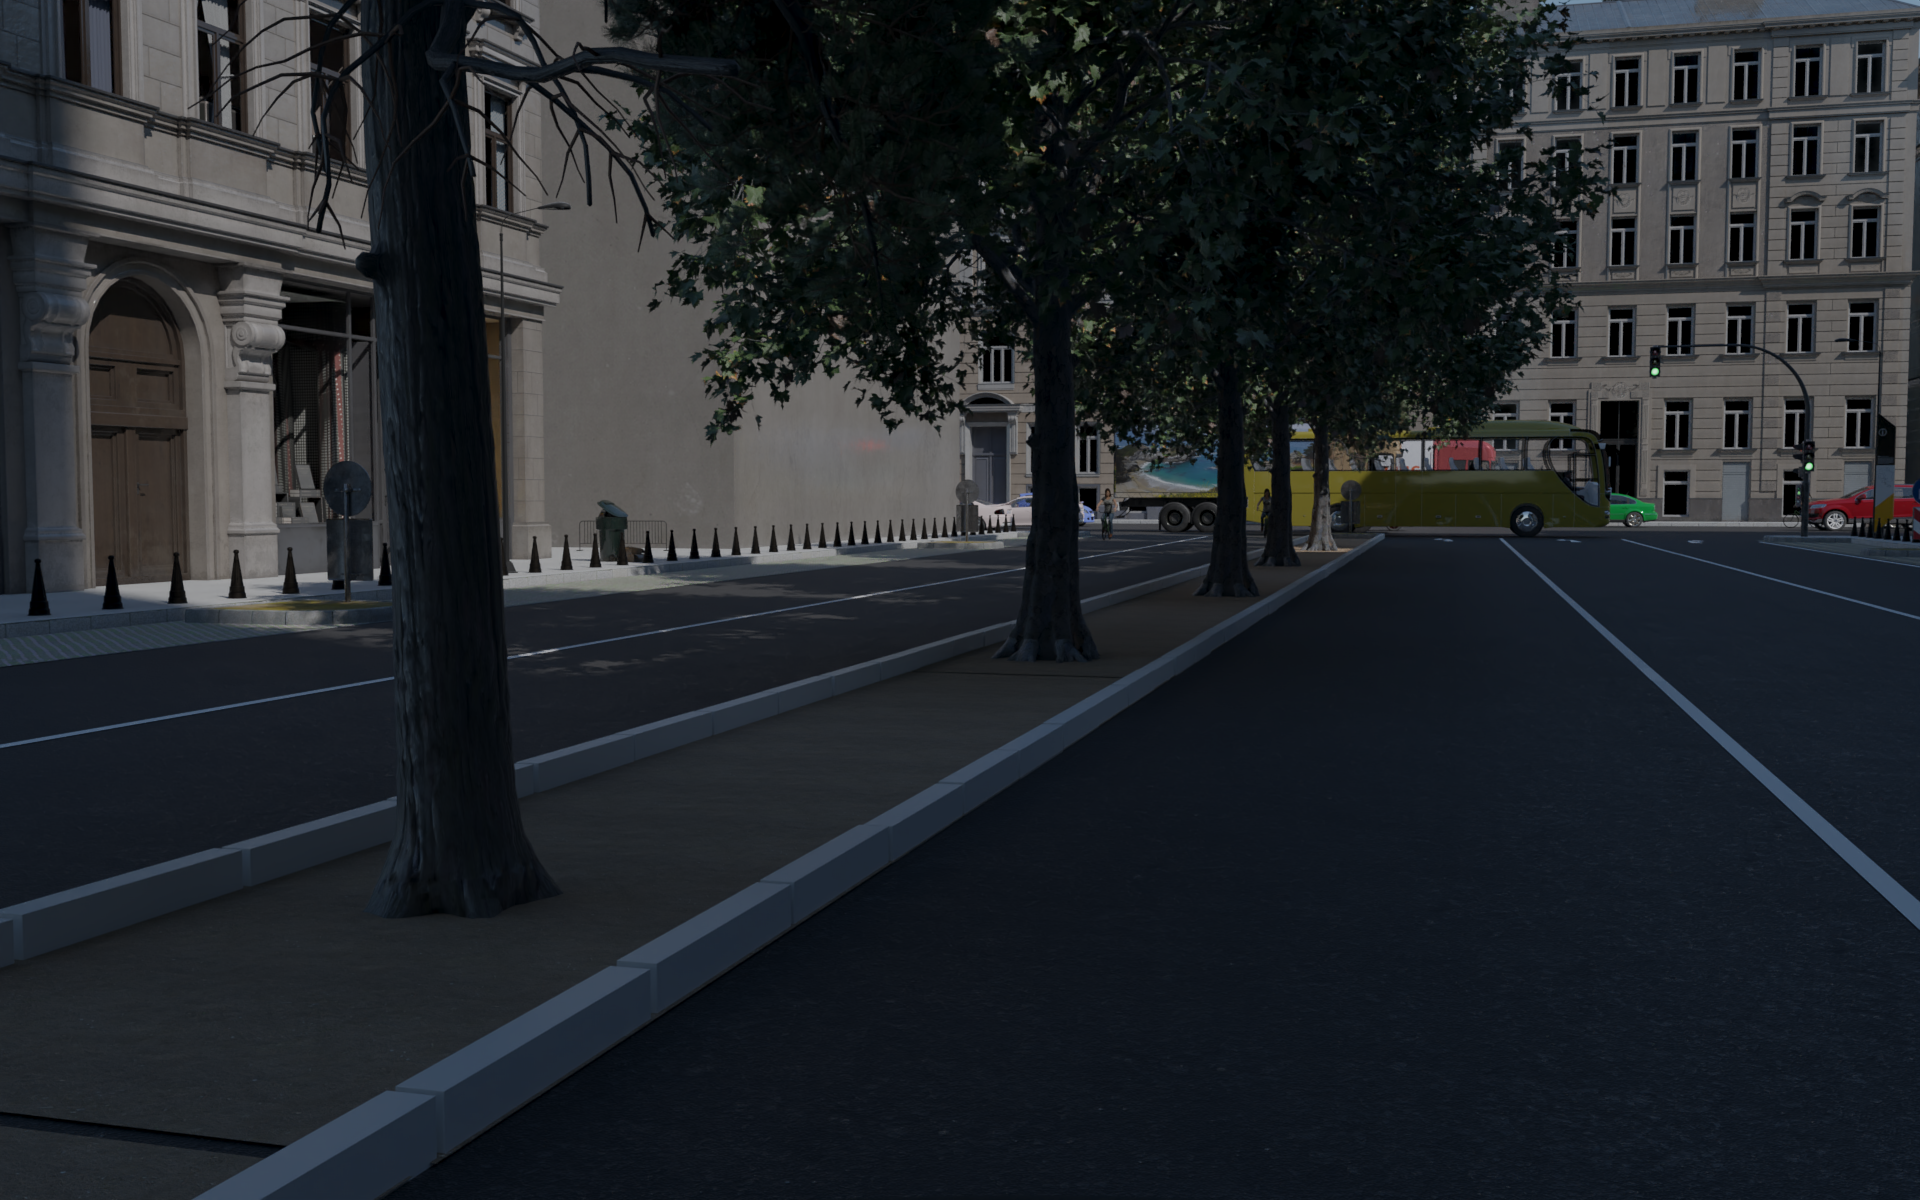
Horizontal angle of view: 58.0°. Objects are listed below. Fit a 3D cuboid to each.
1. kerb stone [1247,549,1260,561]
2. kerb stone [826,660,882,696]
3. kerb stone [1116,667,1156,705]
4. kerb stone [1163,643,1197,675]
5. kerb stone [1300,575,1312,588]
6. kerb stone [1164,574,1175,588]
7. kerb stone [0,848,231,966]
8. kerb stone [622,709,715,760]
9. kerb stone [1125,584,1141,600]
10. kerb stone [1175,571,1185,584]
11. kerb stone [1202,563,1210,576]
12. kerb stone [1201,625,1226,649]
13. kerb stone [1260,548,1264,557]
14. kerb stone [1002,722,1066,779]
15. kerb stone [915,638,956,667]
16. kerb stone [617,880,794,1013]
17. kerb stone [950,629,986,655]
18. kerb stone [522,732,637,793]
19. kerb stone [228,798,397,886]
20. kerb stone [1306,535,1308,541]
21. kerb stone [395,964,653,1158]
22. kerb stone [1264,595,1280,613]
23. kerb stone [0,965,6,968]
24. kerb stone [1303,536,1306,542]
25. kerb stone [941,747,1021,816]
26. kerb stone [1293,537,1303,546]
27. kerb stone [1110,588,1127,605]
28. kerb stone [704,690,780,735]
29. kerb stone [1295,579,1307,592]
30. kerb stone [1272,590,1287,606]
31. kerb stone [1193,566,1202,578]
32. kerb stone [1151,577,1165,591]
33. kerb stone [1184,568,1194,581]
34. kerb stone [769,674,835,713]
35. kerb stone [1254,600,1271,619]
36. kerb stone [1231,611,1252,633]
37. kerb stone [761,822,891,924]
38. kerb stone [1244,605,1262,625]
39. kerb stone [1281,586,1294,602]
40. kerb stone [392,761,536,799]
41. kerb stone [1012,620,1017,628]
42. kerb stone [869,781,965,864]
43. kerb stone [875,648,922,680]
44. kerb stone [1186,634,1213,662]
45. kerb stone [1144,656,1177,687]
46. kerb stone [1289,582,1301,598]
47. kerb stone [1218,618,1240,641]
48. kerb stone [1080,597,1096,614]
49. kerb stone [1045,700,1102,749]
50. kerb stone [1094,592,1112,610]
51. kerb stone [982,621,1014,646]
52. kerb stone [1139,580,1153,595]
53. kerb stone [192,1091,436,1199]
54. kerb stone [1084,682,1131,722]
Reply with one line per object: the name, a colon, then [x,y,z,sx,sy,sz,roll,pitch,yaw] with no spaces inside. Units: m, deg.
kerb stone: [6.492,-0.993,38.436,0.120,0.150,1.000,1,4,16]
kerb stone: [-0.805,0.580,12.708,0.120,0.150,1.000,1,4,16]
kerb stone: [1.218,0.614,12.156,0.120,0.150,1.000,1,4,16]
kerb stone: [1.780,0.493,14.130,0.120,0.150,1.000,1,4,16]
kerb stone: [5.148,-0.233,26.015,0.120,0.150,1.000,1,4,16]
kerb stone: [3.128,-0.267,26.567,0.120,0.150,1.000,1,4,16]
kerb stone: [-2.780,1.004,5.780,0.120,0.150,1.000,1,4,16]
kerb stone: [-1.655,0.762,9.736,0.120,0.150,1.000,1,4,16]
kerb stone: [2.281,-0.086,23.601,0.120,0.150,1.000,1,4,16]
kerb stone: [3.409,-0.328,27.556,0.120,0.150,1.000,1,4,16]
kerb stone: [4.254,-0.506,30.522,0.120,0.150,1.000,1,4,16]
kerb stone: [2.333,0.373,16.117,0.120,0.150,1.000,1,4,16]
kerb stone: [6.779,-1.054,39.434,0.120,0.150,1.000,1,4,16]
kerb stone: [0.381,0.798,9.181,0.120,0.150,1.000,1,4,16]
kerb stone: [-0.252,0.459,14.686,0.120,0.150,1.000,1,4,16]
kerb stone: [-0.751,1.039,5.237,0.120,0.150,1.000,1,4,16]
kerb stone: [0.025,0.399,15.679,0.120,0.150,1.000,1,4,16]
kerb stone: [-1.929,0.822,8.748,0.120,0.150,1.000,1,4,16]
kerb stone: [-2.492,0.946,6.772,0.120,0.150,1.000,1,4,16]
kerb stone: [10.144,-1.777,51.300,0.120,0.150,1.000,1,4,16]
kerb stone: [-1.032,1.103,4.229,0.120,0.150,1.000,1,4,16]
kerb stone: [3.754,0.069,21.068,0.120,0.150,1.000,1,4,16]
kerb stone: [-3.061,1.070,4.783,0.120,0.150,1.000,1,4,16]
kerb stone: [9.870,-1.717,50.310,0.120,0.150,1.000,1,4,16]
kerb stone: [0.099,0.856,8.194,0.120,0.150,1.000,1,4,16]
kerb stone: [9.585,-1.652,49.325,0.120,0.150,1.000,1,4,16]
kerb stone: [2.000,-0.025,22.608,0.120,0.150,1.000,1,4,16]
kerb stone: [-1.371,0.703,10.724,0.120,0.150,1.000,1,4,16]
kerb stone: [4.869,-0.173,25.024,0.120,0.150,1.000,1,4,16]
kerb stone: [4.029,0.010,22.057,0.120,0.150,1.000,1,4,16]
kerb stone: [3.960,-0.449,29.534,0.120,0.150,1.000,1,4,16]
kerb stone: [2.845,-0.207,25.581,0.120,0.150,1.000,1,4,16]
kerb stone: [3.684,-0.388,28.546,0.120,0.150,1.000,1,4,16]
kerb stone: [-1.094,0.641,11.712,0.120,0.150,1.000,1,4,16]
kerb stone: [3.462,0.133,20.081,0.120,0.150,1.000,1,4,16]
kerb stone: [2.904,0.251,18.093,0.120,0.150,1.000,1,4,16]
kerb stone: [-0.470,0.977,6.223,0.120,0.150,1.000,1,4,16]
kerb stone: [3.183,0.192,19.086,0.120,0.150,1.000,1,4,16]
kerb stone: [4.307,-0.052,23.045,0.120,0.150,1.000,1,4,16]
kerb stone: [-2.219,0.884,7.760,0.120,0.150,1.000,1,4,16]
kerb stone: [0.605,0.284,17.660,0.120,0.150,1.000,1,4,16]
kerb stone: [-0.183,0.921,7.208,0.120,0.150,1.000,1,4,16]
kerb stone: [-0.522,0.520,13.697,0.120,0.150,1.000,1,4,16]
kerb stone: [2.063,0.433,15.121,0.120,0.150,1.000,1,4,16]
kerb stone: [1.490,0.562,13.146,0.120,0.150,1.000,1,4,16]
kerb stone: [4.590,-0.108,24.031,0.120,0.150,1.000,1,4,16]
kerb stone: [2.620,0.312,17.102,0.120,0.150,1.000,1,4,16]
kerb stone: [1.437,0.098,20.626,0.120,0.150,1.000,1,4,16]
kerb stone: [0.660,0.735,10.178,0.120,0.150,1.000,1,4,16]
kerb stone: [1.711,0.039,21.616,0.120,0.150,1.000,1,4,16]
kerb stone: [0.314,0.338,16.663,0.120,0.150,1.000,1,4,16]
kerb stone: [2.559,-0.147,24.593,0.120,0.150,1.000,1,4,16]
kerb stone: [-1.315,1.163,3.243,0.120,0.150,1.000,1,4,16]
kerb stone: [0.935,0.677,11.170,0.120,0.150,1.000,1,4,16]
